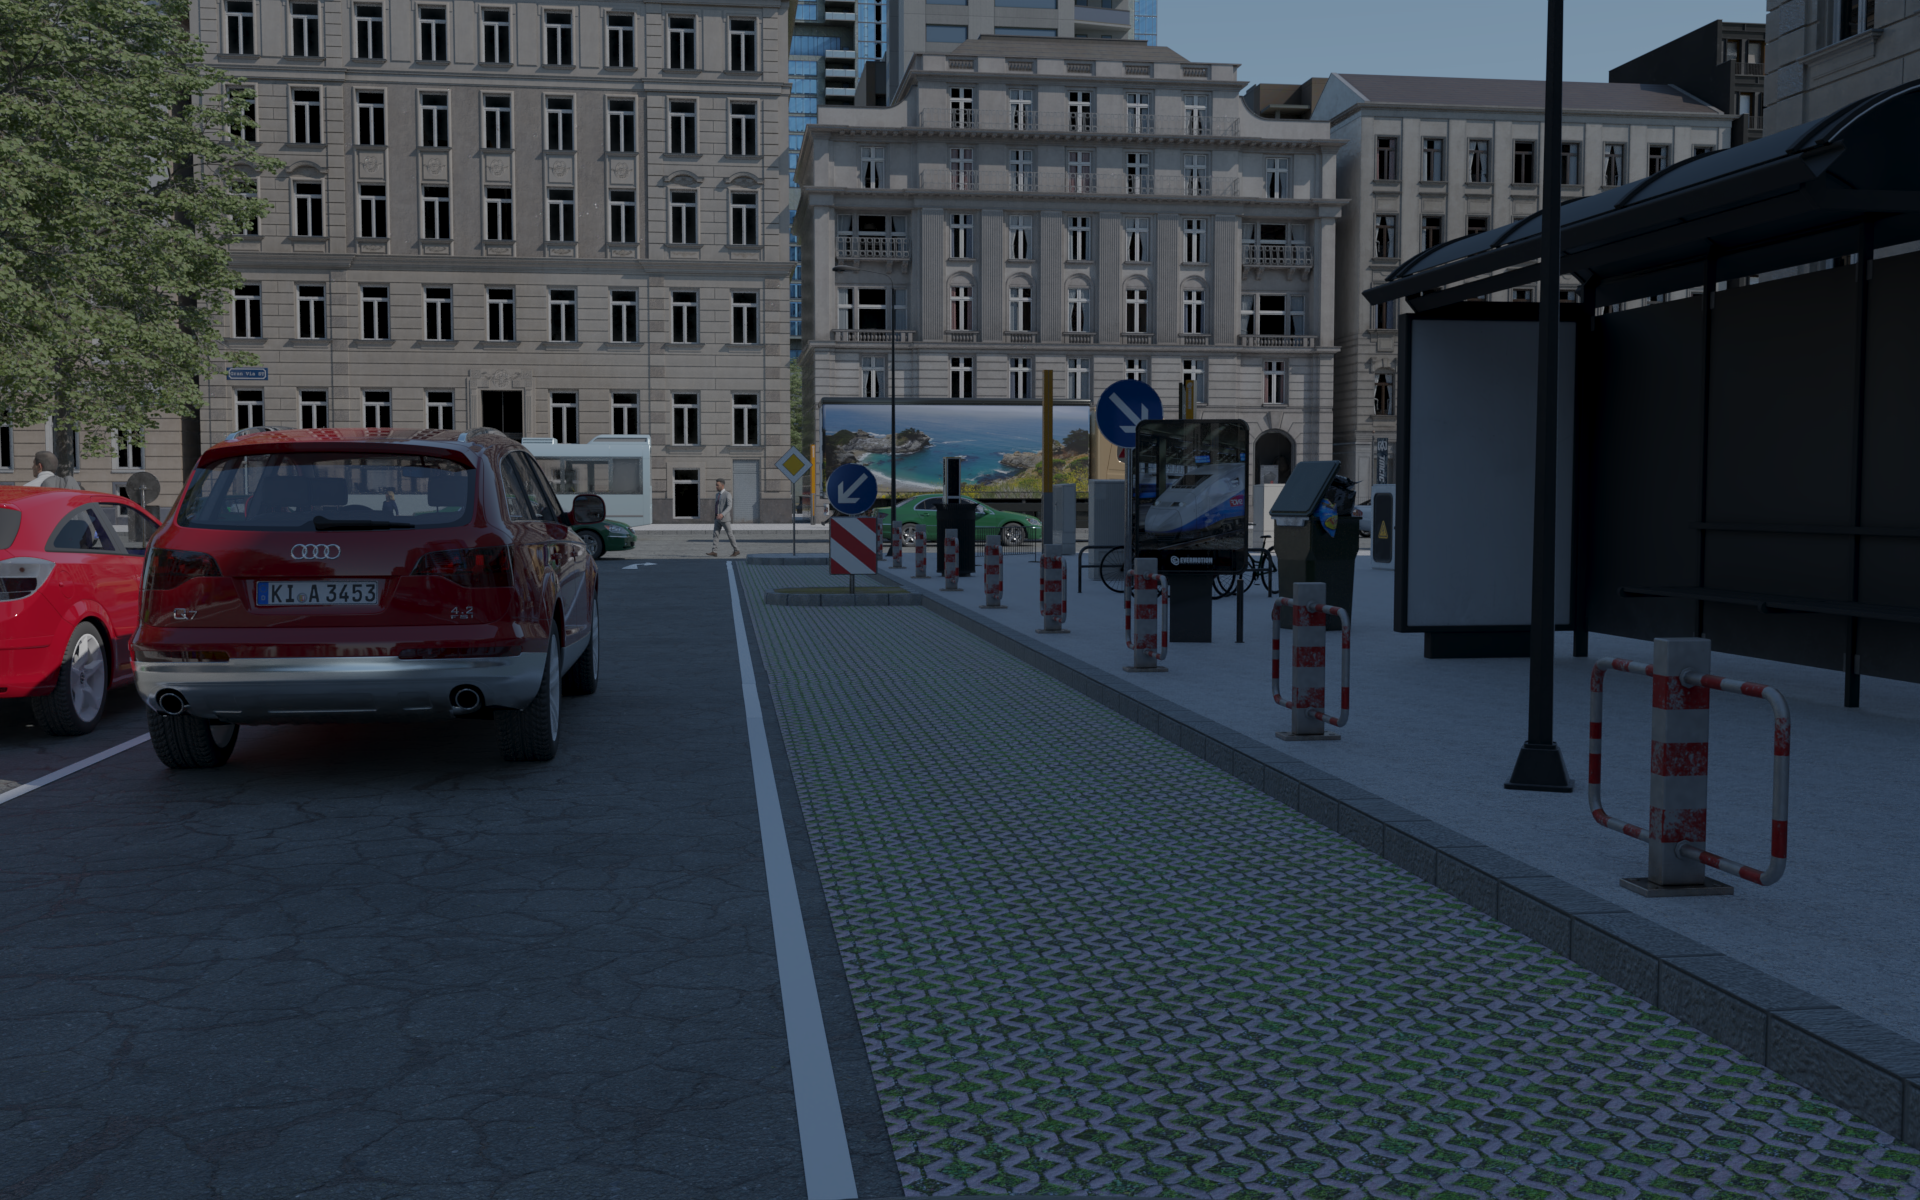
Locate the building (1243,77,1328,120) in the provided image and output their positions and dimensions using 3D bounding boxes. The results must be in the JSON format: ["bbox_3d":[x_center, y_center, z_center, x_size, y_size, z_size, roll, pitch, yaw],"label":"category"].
[{"bbox_3d":[37.213,-32.636,183.702,14.200,45.320,14.600,0,4,-8],"label":"building"}]

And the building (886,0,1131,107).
[{"bbox_3d":[3.928,-37.527,155.559,21.231,58.520,28.212,0,4,-8],"label":"building"}]

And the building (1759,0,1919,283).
[{"bbox_3d":[19.500,-13.316,14.976,12.463,27.353,25.104,0,4,-8],"label":"building"}]

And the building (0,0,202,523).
[{"bbox_3d":[-42.528,-17.708,75.429,20.117,28.700,13.634,0,4,-8],"label":"building"}]

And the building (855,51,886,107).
[{"bbox_3d":[-3.274,-32.252,177.429,14.600,45.320,14.200,0,4,-8],"label":"building"}]

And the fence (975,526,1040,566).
[{"bbox_3d":[0.836,-0.998,31.691,0.278,0.683,2.069,3,4,36],"label":"fence"}]

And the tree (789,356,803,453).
[{"bbox_3d":[-13.964,-13.250,134.764,7.486,12.596,7.792,0,3,0],"label":"tree"}]

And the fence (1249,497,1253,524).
[{"bbox_3d":[12.799,-3.916,75.222,0.480,1.192,2.264,2,4,27],"label":"fence"}]

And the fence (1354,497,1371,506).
[{"bbox_3d":[16.685,-3.643,70.768,2.264,1.192,0.480,0,4,5],"label":"fence"}]

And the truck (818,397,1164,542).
[{"bbox_3d":[1.450,-3.848,51.823,11.283,4.237,2.839,0,4,-7],"label":"truck"}]

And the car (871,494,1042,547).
[{"bbox_3d":[-0.102,-2.202,47.802,4.920,1.459,2.131,0,4,-8],"label":"car"}]

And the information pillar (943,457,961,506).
[{"bbox_3d":[-0.162,-1.832,34.451,0.304,2.012,0.304,-1,4,-13],"label":"information pillar"}]

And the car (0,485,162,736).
[{"bbox_3d":[-6.242,-0.158,11.630,2.155,1.783,4.494,0,4,-7],"label":"car"}]

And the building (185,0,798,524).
[{"bbox_3d":[-20.010,-17.152,77.700,25.104,27.353,12.463,0,4,-8],"label":"building"}]

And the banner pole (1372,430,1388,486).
[{"bbox_3d":[16.414,-4.769,67.992,0.863,3.779,0.401,3,4,38],"label":"banner pole"}]

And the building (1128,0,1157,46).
[{"bbox_3d":[16.424,-57.177,247.518,31.000,86.520,22.319,0,4,-8],"label":"building"}]

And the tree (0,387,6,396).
[{"bbox_3d":[-38.936,-7.136,67.042,4.360,8.622,3.978,0,3,0],"label":"tree"}]

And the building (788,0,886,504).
[{"bbox_3d":[-14.183,-56.874,242.560,31.000,86.520,22.319,0,4,-8],"label":"building"}]

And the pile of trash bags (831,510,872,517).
[{"bbox_3d":[-4.001,-3.407,65.449,1.912,1.369,3.447,-2,4,-25],"label":"pile of trash bags"}]

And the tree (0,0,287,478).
[{"bbox_3d":[-16.323,-6.775,31.348,7.486,12.596,7.792,0,3,0],"label":"tree"}]

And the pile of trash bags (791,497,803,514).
[{"bbox_3d":[-11.194,-6.298,112.730,3.447,1.369,1.912,1,4,22],"label":"pile of trash bags"}]

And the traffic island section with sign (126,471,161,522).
[{"bbox_3d":[-16.449,-1.611,34.476,2.006,1.907,1.989,0,4,-8],"label":"traffic island section with sign"}]

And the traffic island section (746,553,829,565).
[{"bbox_3d":[-3.429,-0.842,36.050,2.009,0.180,2.903,0,4,-8],"label":"traffic island section"}]

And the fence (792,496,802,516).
[{"bbox_3d":[-9.229,-5.154,95.467,2.264,1.192,0.480,1,4,22],"label":"fence"}]

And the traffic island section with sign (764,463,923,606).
[{"bbox_3d":[-1.586,-0.873,22.903,1.989,1.847,2.006,0,4,-8],"label":"traffic island section with sign"}]

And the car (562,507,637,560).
[{"bbox_3d":[-9.568,-1.597,37.912,4.920,1.459,2.131,0,4,-6],"label":"car"}]

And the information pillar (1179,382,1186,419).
[{"bbox_3d":[4.718,-2.767,36.591,0.183,3.616,0.504,2,4,26],"label":"information pillar"}]

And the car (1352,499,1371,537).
[{"bbox_3d":[14.905,-2.767,57.242,4.499,1.417,2.014,0,4,-7],"label":"car"}]

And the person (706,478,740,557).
[{"bbox_3d":[-5.402,-1.882,39.548,0.850,1.792,0.678,-3,5,-44],"label":"person"}]

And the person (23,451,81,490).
[{"bbox_3d":[-8.339,-0.452,15.991,0.679,1.850,0.850,-2,4,-33],"label":"person"}]

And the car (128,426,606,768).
[{"bbox_3d":[-3.384,-0.123,10.690,2.281,1.827,5.304,0,4,-8],"label":"car"}]
